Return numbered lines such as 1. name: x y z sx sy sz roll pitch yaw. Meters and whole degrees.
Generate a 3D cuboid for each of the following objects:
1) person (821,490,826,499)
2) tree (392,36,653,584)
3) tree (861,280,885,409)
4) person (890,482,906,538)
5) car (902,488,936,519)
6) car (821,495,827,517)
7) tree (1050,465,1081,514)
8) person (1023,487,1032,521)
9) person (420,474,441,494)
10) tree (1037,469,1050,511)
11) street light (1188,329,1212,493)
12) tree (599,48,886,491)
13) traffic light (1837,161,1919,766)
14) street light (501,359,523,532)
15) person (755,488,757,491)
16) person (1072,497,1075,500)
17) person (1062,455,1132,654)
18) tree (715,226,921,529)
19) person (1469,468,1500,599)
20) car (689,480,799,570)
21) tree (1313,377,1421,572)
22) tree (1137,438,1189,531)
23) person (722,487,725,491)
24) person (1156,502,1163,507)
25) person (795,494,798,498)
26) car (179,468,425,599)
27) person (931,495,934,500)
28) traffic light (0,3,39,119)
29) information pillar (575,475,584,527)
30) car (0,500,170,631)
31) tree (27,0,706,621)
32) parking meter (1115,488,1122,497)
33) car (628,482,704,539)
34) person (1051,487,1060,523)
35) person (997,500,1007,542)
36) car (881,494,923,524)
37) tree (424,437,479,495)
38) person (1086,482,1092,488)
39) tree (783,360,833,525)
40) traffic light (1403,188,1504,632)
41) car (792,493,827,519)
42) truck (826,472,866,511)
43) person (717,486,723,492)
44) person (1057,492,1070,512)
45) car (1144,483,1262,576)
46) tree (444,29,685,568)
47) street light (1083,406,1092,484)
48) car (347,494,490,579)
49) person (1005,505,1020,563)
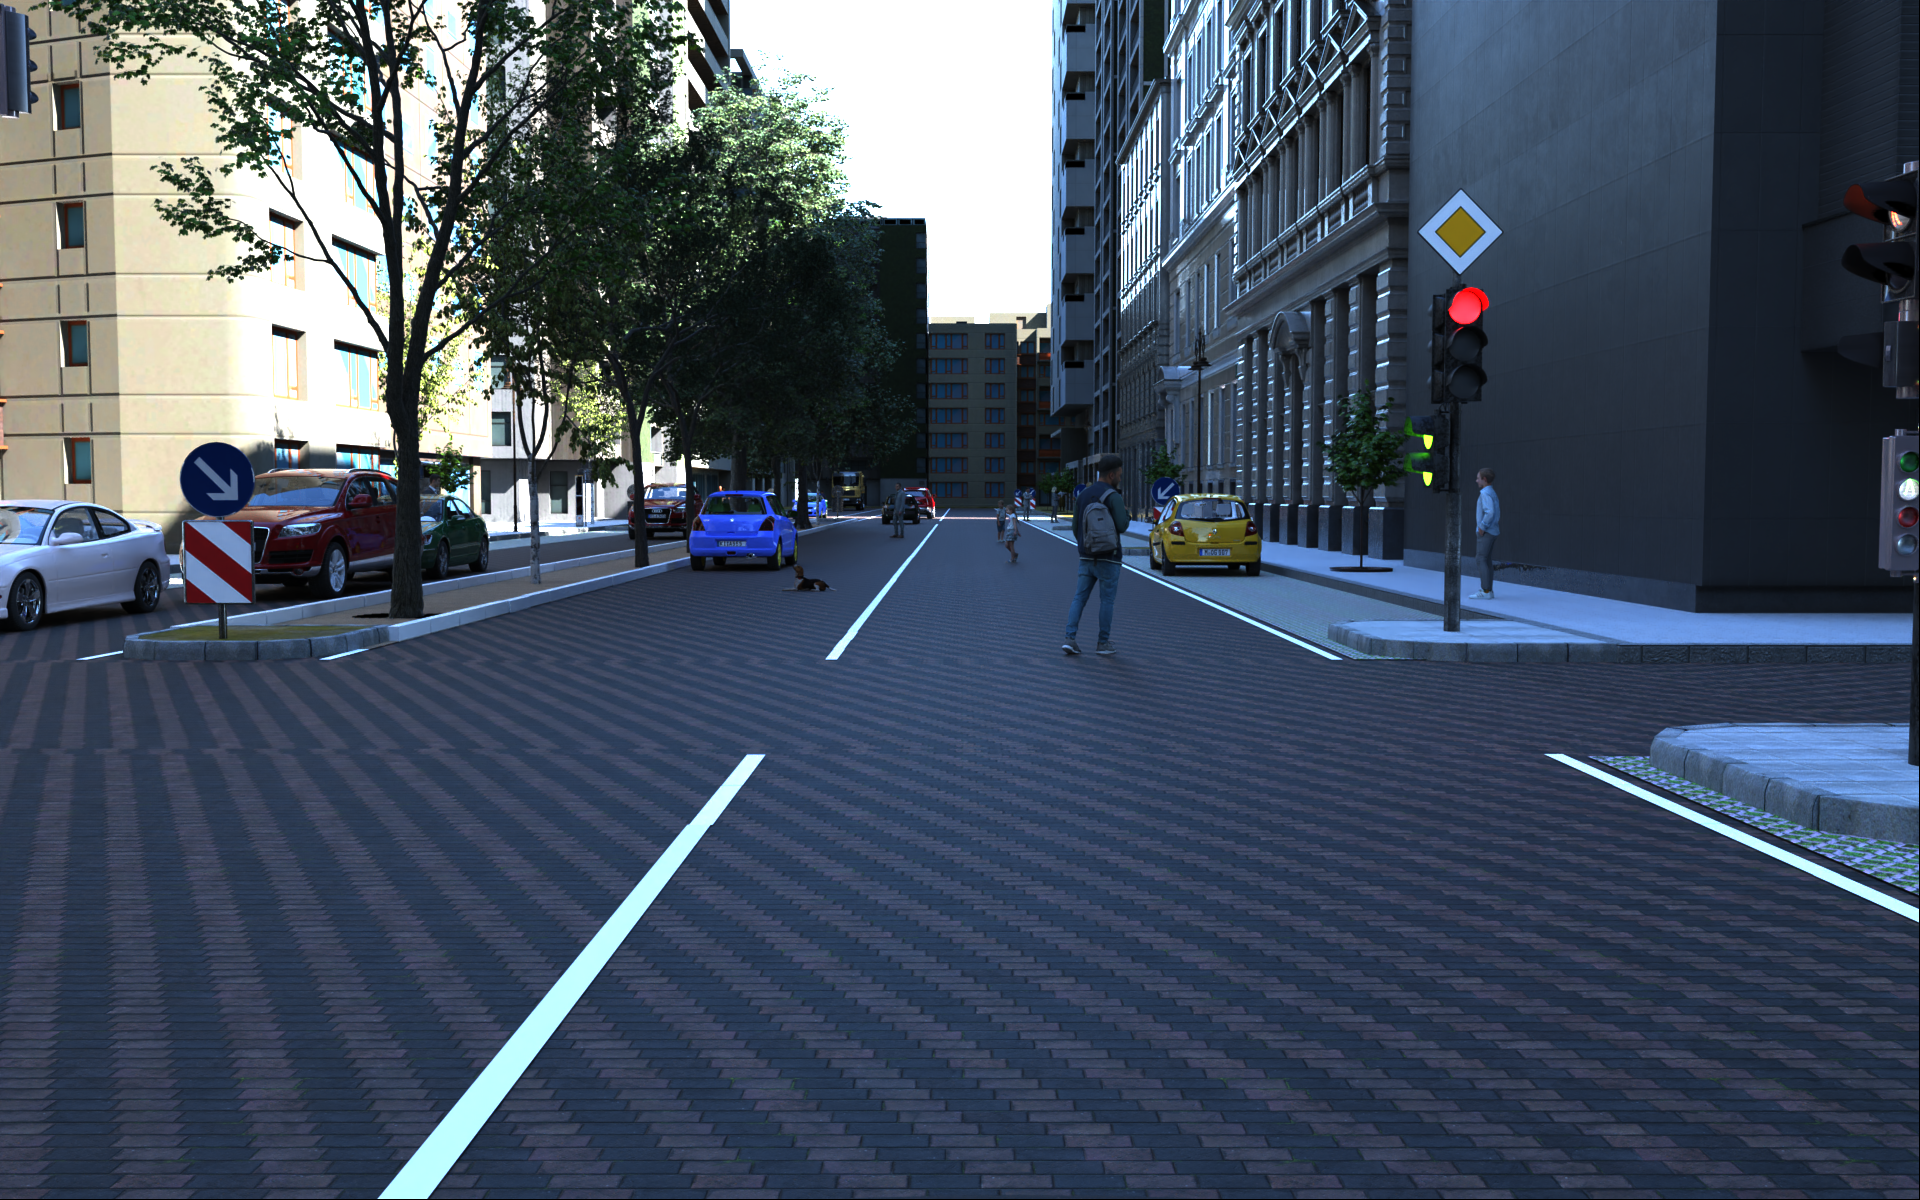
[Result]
1. person: -9.851 -7.002 123.904 0.541 1.710 0.530 3 4 37
2. tree: -6.708 -4.539 27.039 4.737 8.622 4.395 0 3 0
3. tree: -6.419 -8.126 61.070 9.928 11.665 9.643 0 3 0
4. person: -1.999 -2.950 56.830 0.391 1.810 0.635 -2 4 -35
5. car: -2.575 -5.708 101.992 2.281 1.827 5.304 0 4 2
6. car: -9.377 -5.957 109.198 2.131 1.459 4.920 0 4 -1
7. tree: 7.015 -7.131 111.198 1.663 3.219 1.824 0 3 0
8. person: 3.557 -5.020 90.756 0.466 1.800 0.511 3 4 36
9. person: -10.586 -1.603 34.669 0.822 1.834 0.622 -1 4 -14
10. tree: 7.103 -8.121 127.382 1.663 3.219 1.824 0 3 0
11. street light: 6.697 -4.631 48.502 0.468 5.910 1.993 0 3 0
12. tree: -6.581 -8.663 50.748 9.857 13.997 8.962 0 3 0
13. traffic light: 2.487 -2.037 7.973 4.771 5.953 1.251 0 3 0
14. street light: -15.145 -5.264 58.862 0.468 5.910 1.993 0 3 0
15. person: -15.634 -7.706 132.754 1.217 1.735 0.721 -1 4 -15
16. person: 7.232 -5.893 103.124 1.217 1.736 0.721 2 4 34
17. person: 1.251 -0.406 15.489 0.623 1.781 0.721 2 4 29
18. tree: -6.472 -9.261 70.888 9.611 12.733 9.660 0 3 0
19. person: 6.475 -0.824 21.326 0.330 1.601 0.589 2 4 35
20. car: -4.167 -1.481 33.809 1.945 1.707 3.694 0 4 2
21. tree: 6.677 -2.084 28.671 1.663 3.219 1.824 0 3 0
22. tree: 7.040 -3.980 59.668 1.663 3.219 1.824 0 3 0
23. person: -15.781 -6.685 116.054 0.721 1.736 1.217 3 4 38
24. person: 7.514 -3.460 63.097 0.782 1.767 0.515 0 4 -3
25. person: -15.282 -9.785 166.746 1.217 1.743 0.721 1 4 13
26. car: -9.509 -1.022 25.379 2.281 1.827 5.304 0 4 1
27. person: -2.868 -8.846 153.140 1.348 1.822 0.705 2 4 27
28. traffic light: -11.085 -2.536 16.129 4.771 5.953 1.251 0 3 0
29. information pillar: -14.983 -3.897 68.205 0.304 2.012 0.304 -1 4 -9
30. car: -10.685 -0.441 19.569 2.083 1.381 4.827 0 4 -1
31. tree: -6.279 -5.585 19.529 9.928 11.665 9.643 0 3 0
32. parking meter: 6.383 -3.788 70.340 0.372 1.533 0.369 0 3 0
33. car: -9.524 -2.930 56.573 2.281 1.827 5.304 0 4 -2
34. person: 4.717 -4.676 85.141 0.526 1.800 0.537 1 4 12
35. person: 1.252 -2.353 51.649 0.332 1.250 0.352 0 4 6
36. car: -2.836 -4.522 83.726 2.009 1.686 4.222 0 4 1
37. tree: -17.038 -3.897 58.323 1.663 3.219 1.824 0 3 0
38. person: 3.747 -2.565 50.793 0.624 1.780 0.694 0 4 2
39. tree: -6.544 -7.744 79.439 4.360 8.622 3.978 0 3 0
40. traffic light: 4.584 -1.662 16.098 0.839 4.253 0.868 0 3 0
41. car: -8.677 -5.525 99.926 1.945 1.707 3.694 0 4 1
42. truck: -9.805 -9.535 151.822 3.469 3.379 9.791 0 4 -1
43. person: -15.542 -6.490 112.290 1.348 1.807 0.705 0 4 5
44. person: 7.363 -7.235 125.059 1.217 1.736 0.721 1 4 13
45. car: 4.411 -1.304 31.537 2.015 1.641 3.980 0 4 2
46. tree: -6.160 -5.923 33.712 8.767 10.594 7.601 0 3 0
47. street light: 6.659 -7.224 90.892 0.468 5.910 1.993 0 3 0
48. car: -9.648 -1.151 30.611 2.131 1.459 4.920 0 4 -2
49. person: 1.143 -1.383 36.133 0.382 1.210 0.505 -1 4 -13
